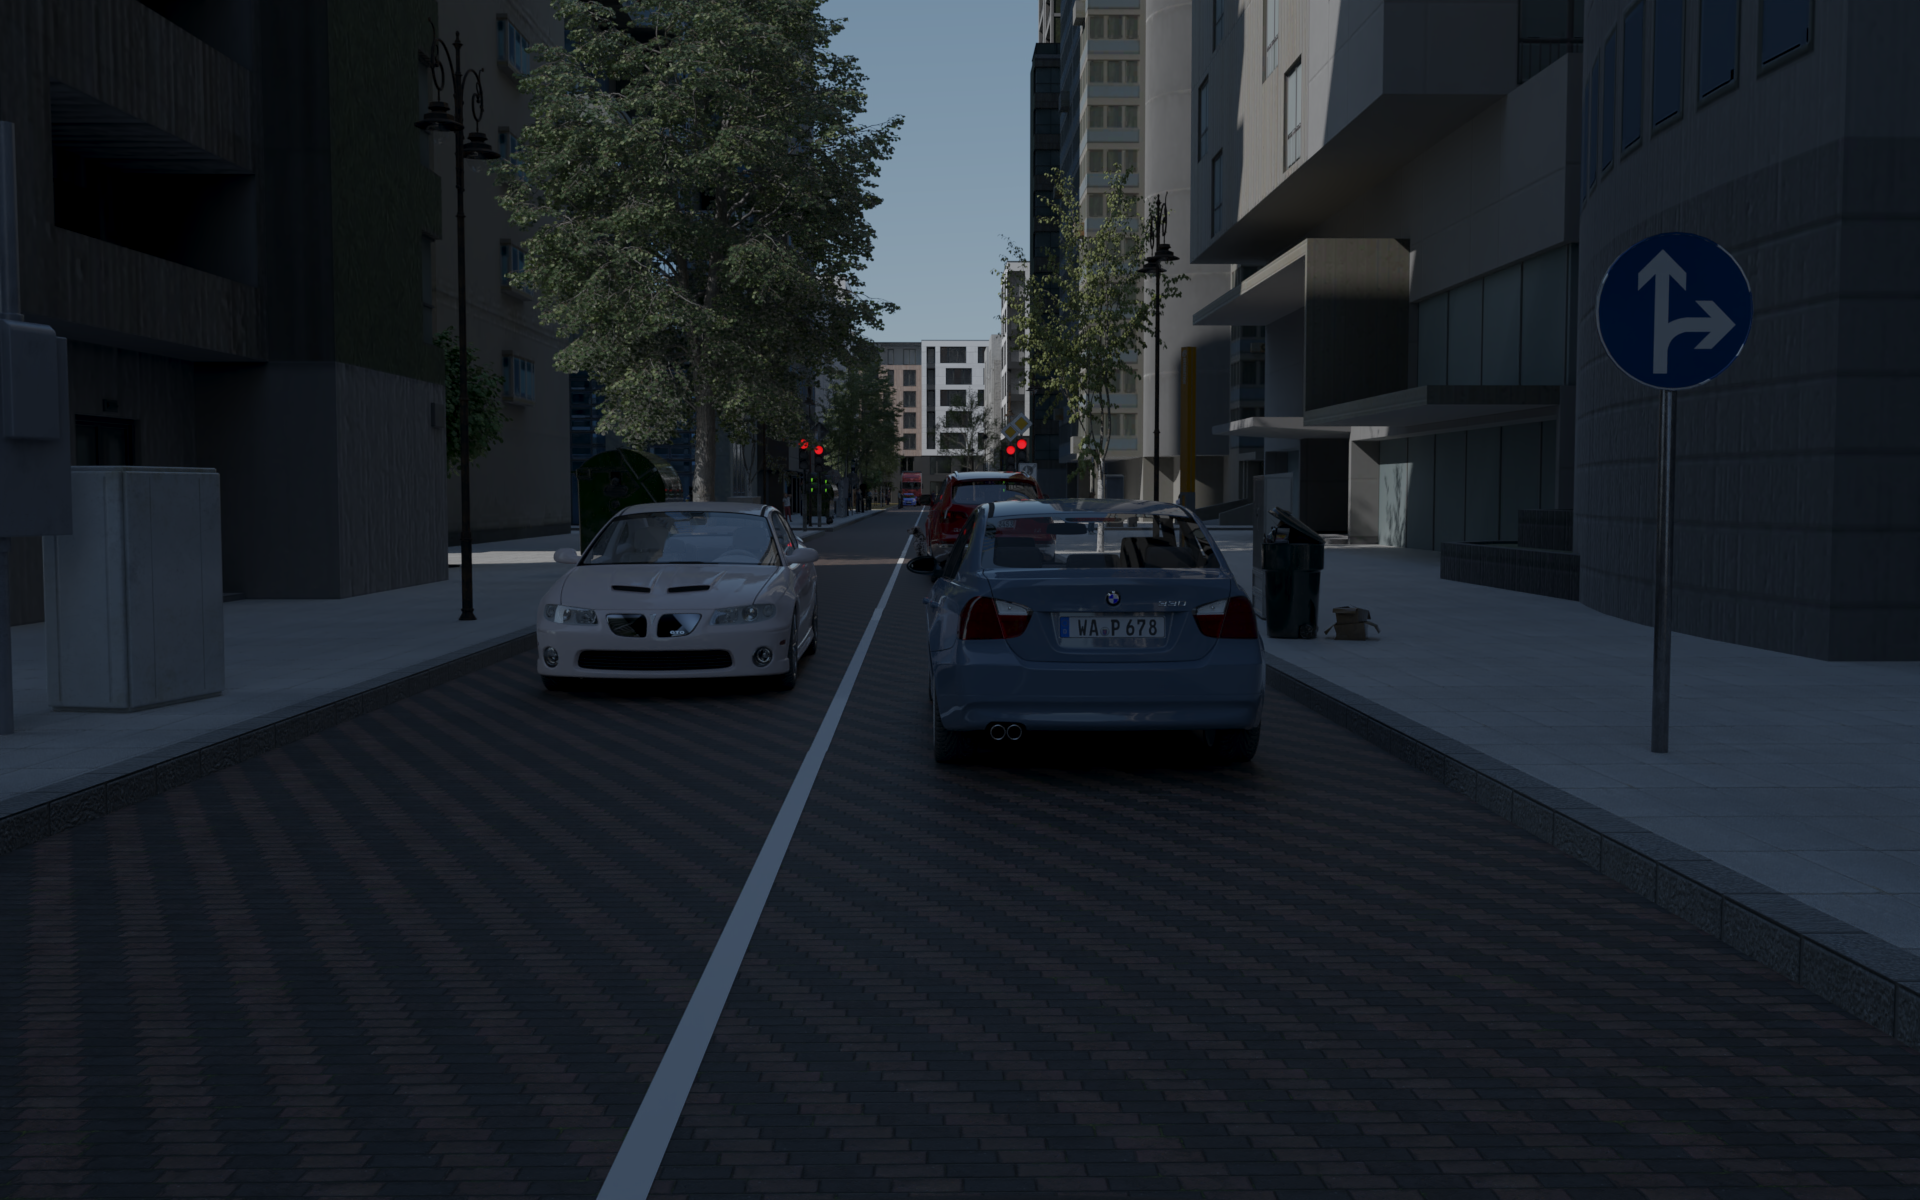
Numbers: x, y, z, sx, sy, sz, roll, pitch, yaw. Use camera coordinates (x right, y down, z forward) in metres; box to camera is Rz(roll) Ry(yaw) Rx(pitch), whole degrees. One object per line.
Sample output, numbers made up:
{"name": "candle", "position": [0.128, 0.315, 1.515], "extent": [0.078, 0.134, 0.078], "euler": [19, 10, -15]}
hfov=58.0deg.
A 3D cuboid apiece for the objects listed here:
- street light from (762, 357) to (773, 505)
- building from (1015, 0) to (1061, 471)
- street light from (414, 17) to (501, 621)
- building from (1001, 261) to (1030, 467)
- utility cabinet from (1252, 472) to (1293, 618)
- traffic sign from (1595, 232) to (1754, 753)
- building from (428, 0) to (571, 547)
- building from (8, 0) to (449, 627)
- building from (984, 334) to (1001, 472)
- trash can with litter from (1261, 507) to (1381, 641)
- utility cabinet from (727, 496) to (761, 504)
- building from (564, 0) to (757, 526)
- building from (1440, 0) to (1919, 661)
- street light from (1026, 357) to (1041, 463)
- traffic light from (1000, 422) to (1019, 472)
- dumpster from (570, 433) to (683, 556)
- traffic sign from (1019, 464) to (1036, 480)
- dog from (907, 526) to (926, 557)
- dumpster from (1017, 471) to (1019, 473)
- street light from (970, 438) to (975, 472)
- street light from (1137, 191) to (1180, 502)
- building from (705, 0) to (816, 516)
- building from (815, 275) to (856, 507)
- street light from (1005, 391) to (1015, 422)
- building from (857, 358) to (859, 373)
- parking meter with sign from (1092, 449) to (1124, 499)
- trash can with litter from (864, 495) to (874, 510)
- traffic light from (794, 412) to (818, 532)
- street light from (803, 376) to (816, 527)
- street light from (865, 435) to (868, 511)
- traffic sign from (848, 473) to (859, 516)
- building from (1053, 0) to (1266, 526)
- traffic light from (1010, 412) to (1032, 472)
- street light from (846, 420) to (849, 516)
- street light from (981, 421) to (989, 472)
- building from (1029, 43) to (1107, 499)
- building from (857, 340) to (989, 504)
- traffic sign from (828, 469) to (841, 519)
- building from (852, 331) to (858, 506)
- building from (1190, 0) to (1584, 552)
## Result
{"name": "street light", "position": [-5.578, -4.682, 49.345], "extent": [0.468, 5.910, 1.993], "euler": [0, 4, -1]}
{"name": "building", "position": [14.546, -42.374, 131.074], "extent": [20.563, 71.187, 20.611], "euler": [0, 4, -1]}
{"name": "street light", "position": [-5.014, -2.732, 17.458], "extent": [0.468, 5.910, 1.993], "euler": [0, 4, -1]}
{"name": "building", "position": [17.788, -19.841, 168.378], "extent": [27.936, 21.610, 32.646], "euler": [0, 4, -1]}
{"name": "utility cabinet", "position": [3.251, -0.578, 18.122], "extent": [0.318, 1.500, 1.173], "euler": [0, 4, 4]}
{"name": "traffic sign", "position": [3.479, -0.515, 8.533], "extent": [0.768, 2.556, 0.104], "euler": [0, 4, 0]}
{"name": "building", "position": [-22.950, -25.705, 43.981], "extent": [21.600, 48.544, 21.300], "euler": [0, 4, -1]}
{"name": "building", "position": [-14.537, -15.063, 17.974], "extent": [14.160, 30.474, 14.107], "euler": [0, 4, -1]}
{"name": "building", "position": [11.695, -20.423, 200.366], "extent": [16.747, 18.905, 31.486], "euler": [0, 4, -1]}
{"name": "trash can with litter", "position": [3.214, -0.248, 15.438], "extent": [1.055, 1.170, 0.624], "euler": [1, 4, 17]}
{"name": "utility cabinet", "position": [-5.724, -2.122, 45.851], "extent": [1.020, 1.237, 0.306], "euler": [3, 5, 40]}
{"name": "building", "position": [-20.682, -47.089, 82.578], "extent": [22.319, 86.520, 31.000], "euler": [0, 4, -1]}
{"name": "building", "position": [17.104, -28.848, 13.662], "extent": [21.231, 58.520, 28.212], "euler": [0, 4, -1]}
{"name": "street light", "position": [2.482, -5.253, 58.672], "extent": [0.468, 5.910, 1.993], "euler": [0, 4, -1]}
{"name": "traffic light", "position": [1.940, -4.796, 67.332], "extent": [0.839, 4.253, 0.868], "euler": [0, 4, -1]}
{"name": "dumpster", "position": [-5.274, -1.527, 27.468], "extent": [1.502, 2.255, 1.985], "euler": [0, 4, -1]}
{"name": "traffic sign", "position": [2.254, -3.395, 57.646], "extent": [0.606, 2.300, 0.079], "euler": [0, 4, 0]}
{"name": "dog", "position": [-0.633, -0.999, 33.176], "extent": [0.513, 0.831, 0.800], "euler": [-2, 4, -24]}
{"name": "dumpster", "position": [2.399, -4.274, 72.369], "extent": [1.502, 2.255, 1.985], "euler": [0, 4, -1]}
{"name": "street light", "position": [1.026, -10.348, 141.983], "extent": [0.468, 5.910, 1.993], "euler": [0, 4, -1]}
{"name": "street light", "position": [3.056, -3.307, 26.855], "extent": [0.468, 5.910, 1.993], "euler": [0, 4, -1]}
{"name": "building", "position": [-17.697, -28.898, 122.587], "extent": [14.600, 45.320, 14.200], "euler": [0, 4, -1]}
{"name": "building", "position": [-24.520, -19.278, 159.174], "extent": [27.936, 21.610, 32.646], "euler": [0, 4, -1]}
{"name": "street light", "position": [2.228, -6.439, 78.067], "extent": [0.468, 5.910, 1.993], "euler": [0, 4, -1]}
{"name": "building", "position": [-28.213, -20.849, 207.340], "extent": [31.486, 18.905, 16.747], "euler": [0, 4, -1]}
{"name": "parking meter with sign", "position": [6.027, -4.353, 67.428], "extent": [1.738, 3.016, 0.543], "euler": [0, 4, -4]}
{"name": "trash can with litter", "position": [-7.219, -7.629, 136.119], "extent": [0.624, 1.170, 1.055], "euler": [1, 4, 18]}
{"name": "traffic light", "position": [-5.300, -4.299, 59.203], "extent": [0.839, 4.253, 0.868], "euler": [0, 4, -1]}
{"name": "street light", "position": [-5.892, -5.827, 68.065], "extent": [0.468, 5.910, 1.993], "euler": [0, 4, -1]}
{"name": "street light", "position": [-7.126, -9.719, 131.699], "extent": [0.468, 5.910, 1.993], "euler": [0, 4, -1]}
{"name": "traffic sign", "position": [-6.446, -6.324, 103.497], "extent": [0.768, 2.556, 0.104], "euler": [0, 4, 5]}
{"name": "building", "position": [17.222, -24.072, 85.455], "extent": [23.993, 40.220, 32.217], "euler": [0, 4, -1]}
{"name": "traffic light", "position": [2.080, -4.307, 59.348], "extent": [0.839, 4.253, 0.868], "euler": [0, 4, -1]}
{"name": "street light", "position": [-6.466, -7.764, 99.727], "extent": [0.468, 5.910, 1.993], "euler": [0, 4, -1]}
{"name": "street light", "position": [1.595, -8.382, 109.829], "extent": [0.468, 5.910, 1.993], "euler": [0, 4, -1]}
{"name": "building", "position": [11.511, -20.993, 114.934], "extent": [14.160, 30.474, 14.107], "euler": [0, 4, -1]}
{"name": "building", "position": [-7.509, -24.412, 243.112], "extent": [32.646, 21.610, 27.936], "euler": [0, 4, -1]}
{"name": "traffic sign", "position": [-6.498, -5.432, 88.925], "extent": [0.768, 2.556, 0.104], "euler": [0, 4, 1]}
{"name": "building", "position": [-19.385, -20.581, 192.913], "extent": [16.016, 20.091, 11.380], "euler": [0, 4, -1]}
{"name": "building", "position": [20.987, -27.677, 41.761], "extent": [28.713, 52.752, 27.495], "euler": [0, 4, -1]}
